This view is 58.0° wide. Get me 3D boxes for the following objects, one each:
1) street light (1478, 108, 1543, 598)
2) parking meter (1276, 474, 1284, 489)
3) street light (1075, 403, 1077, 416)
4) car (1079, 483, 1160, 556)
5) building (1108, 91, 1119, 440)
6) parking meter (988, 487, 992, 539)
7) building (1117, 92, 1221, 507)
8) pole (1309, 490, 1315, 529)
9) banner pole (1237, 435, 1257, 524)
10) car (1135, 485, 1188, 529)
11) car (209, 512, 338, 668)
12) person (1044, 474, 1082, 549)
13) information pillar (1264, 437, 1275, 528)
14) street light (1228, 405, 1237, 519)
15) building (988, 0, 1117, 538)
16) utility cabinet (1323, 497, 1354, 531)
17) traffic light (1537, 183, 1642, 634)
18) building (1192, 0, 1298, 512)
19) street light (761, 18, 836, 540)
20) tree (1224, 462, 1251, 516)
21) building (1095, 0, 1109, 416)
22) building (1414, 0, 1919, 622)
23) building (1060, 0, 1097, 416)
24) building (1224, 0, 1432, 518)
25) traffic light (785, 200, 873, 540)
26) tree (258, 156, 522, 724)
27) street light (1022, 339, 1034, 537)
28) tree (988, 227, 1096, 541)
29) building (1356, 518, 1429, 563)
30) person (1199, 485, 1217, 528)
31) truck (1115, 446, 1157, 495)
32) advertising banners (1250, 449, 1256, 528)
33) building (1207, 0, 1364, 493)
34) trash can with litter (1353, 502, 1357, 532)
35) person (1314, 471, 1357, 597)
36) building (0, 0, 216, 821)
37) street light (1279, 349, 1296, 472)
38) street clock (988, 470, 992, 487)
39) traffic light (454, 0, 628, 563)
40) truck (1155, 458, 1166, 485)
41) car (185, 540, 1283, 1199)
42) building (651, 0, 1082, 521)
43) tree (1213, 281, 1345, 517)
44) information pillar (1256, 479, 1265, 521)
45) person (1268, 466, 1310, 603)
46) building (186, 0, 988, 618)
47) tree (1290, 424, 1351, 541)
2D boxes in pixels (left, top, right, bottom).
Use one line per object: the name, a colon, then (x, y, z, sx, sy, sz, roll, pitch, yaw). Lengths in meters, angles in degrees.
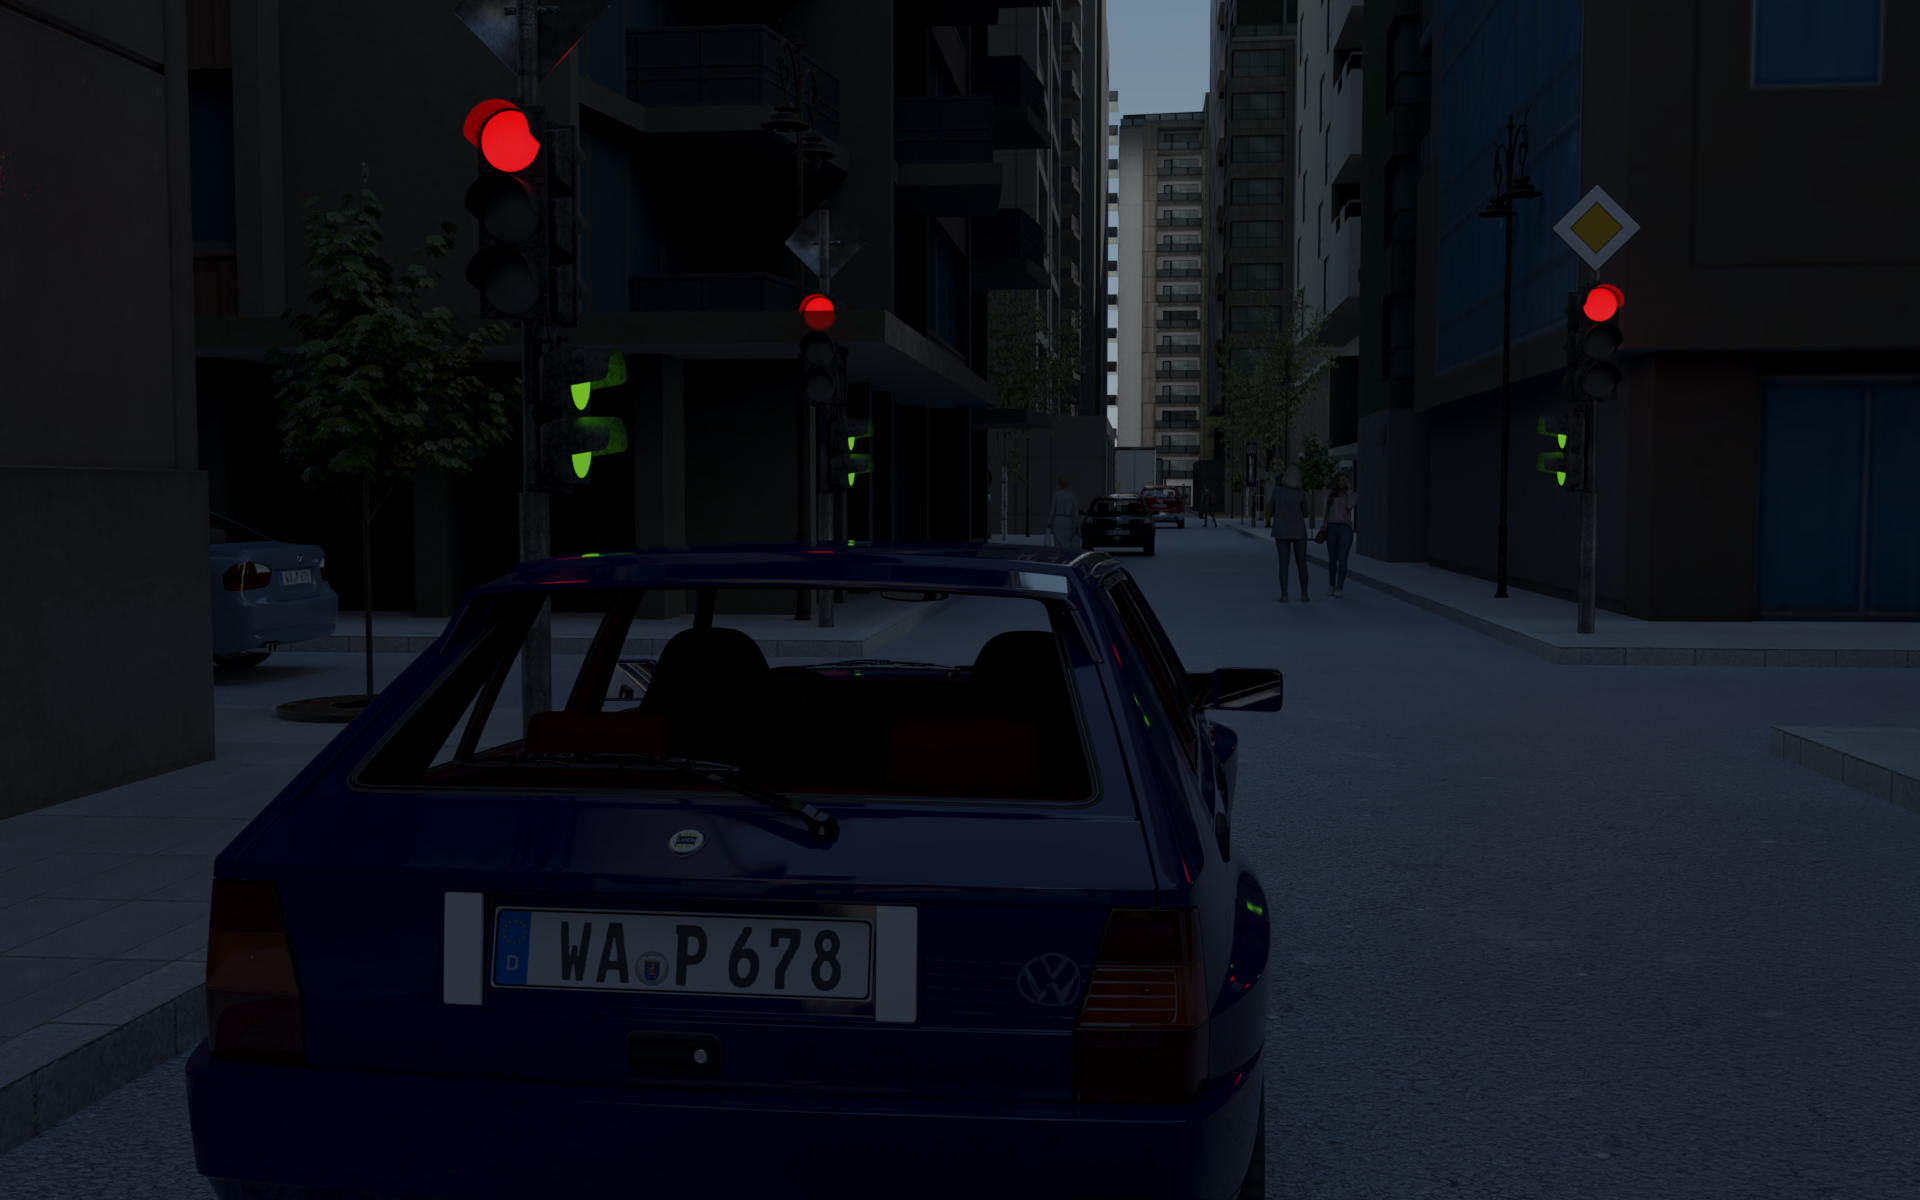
street light: (6.715, -2.966, 21.288, 0.468, 5.910, 1.993, 0, 4, 6)
parking meter: (9.307, -2.713, 50.061, 0.255, 1.863, 0.399, -1, 4, -14)
street light: (5.755, -6.934, 86.156, 0.468, 5.910, 1.993, 0, 4, 6)
car: (3.800, -1.943, 41.556, 2.009, 1.686, 4.222, 0, 4, 5)
building: (1.733, -34.680, 186.625, 30.456, 49.044, 23.786, 0, 4, 6)
parking meter: (0.715, -2.514, 49.510, 0.372, 1.533, 0.369, 0, 3, 0)
building: (23.398, -30.362, 180.013, 14.086, 41.232, 14.154, 0, 4, 6)
pole: (13.061, -4.300, 64.142, 0.158, 3.312, 0.155, 0, 3, 0)
banner pole: (12.221, -5.111, 73.581, 0.863, 3.779, 0.401, 2, 4, 31)
car: (8.543, -3.978, 73.712, 2.281, 1.827, 5.304, 0, 4, 8)
car: (-7.283, -0.102, 13.669, 4.499, 1.417, 2.014, 0, 4, 5)
person: (1.799, -1.327, 30.551, 0.694, 1.780, 0.624, 1, 4, 10)
information pillar: (11.831, -4.570, 66.067, 0.183, 3.616, 0.504, 3, 5, 44)
street light: (14.142, -7.159, 89.841, 0.468, 5.910, 1.993, 0, 4, 6)
building: (-4.459, -38.240, 63.484, 20.563, 71.187, 20.611, 0, 4, 6)
utility cabinet: (11.589, -2.561, 53.038, 1.020, 1.237, 0.306, -2, 4, -33)
traffic light: (5.751, -1.647, 15.851, 0.839, 4.253, 0.868, 0, 4, 6)
building: (27.745, -42.051, 125.788, 20.563, 71.187, 20.611, 0, 4, 6)
street light: (-1.606, -2.733, 17.480, 0.468, 5.910, 1.993, 0, 4, 6)
tree: (16.746, -6.662, 103.530, 1.663, 3.219, 1.824, 0, 3, 0)
building: (6.455, -31.207, 160.341, 14.200, 45.320, 14.600, 0, 4, 6)
building: (14.290, -22.736, 21.844, 14.200, 45.320, 14.600, 0, 4, 6)
building: (2.831, -27.174, 127.895, 14.154, 41.232, 14.086, 0, 4, 6)
building: (23.936, -20.692, 110.011, 14.160, 30.474, 14.107, 0, 4, 6)
traffic light: (-1.272, -1.692, 16.582, 0.839, 4.253, 0.868, 0, 4, 6)
tree: (-3.451, -0.939, 9.957, 1.663, 3.219, 1.824, 0, 3, 0)
street light: (2.022, -4.823, 51.648, 0.468, 5.910, 1.993, 0, 4, 6)
tree: (1.460, -5.932, 47.347, 4.737, 8.622, 4.395, 0, 3, 0)
building: (15.715, -16.265, 37.642, 14.160, 30.474, 14.107, 0, 4, 6)
person: (10.654, -4.029, 74.334, 0.622, 1.834, 0.822, -1, 4, -23)
truck: (10.857, -7.264, 107.681, 2.839, 4.237, 11.283, 0, 4, 6)
advertising banners: (11.328, -4.331, 66.992, 0.090, 3.025, 2.074, 0, 4, 4)
building: (35.445, -34.277, 149.675, 28.713, 52.752, 27.495, 0, 4, 6)
trash can with litter: (13.072, -2.820, 57.495, 1.055, 1.170, 0.624, -1, 4, -9)
person: (5.286, -0.926, 24.235, 0.593, 1.750, 0.643, 2, 4, 30)
building: (-18.523, -10.317, 1.974, 30.059, 22.955, 16.112, 0, 4, 6)
street light: (10.476, -5.062, 55.552, 0.468, 5.910, 1.993, 0, 4, 6)
street clock: (0.775, -2.941, 52.657, 0.358, 2.002, 0.471, 2, 4, 25)
traffic light: (-2.120, -1.206, 8.642, 0.839, 4.253, 0.868, 0, 4, 6)
truck: (14.984, -9.146, 138.445, 2.839, 4.237, 11.283, 0, 4, 8)
car: (-0.157, 0.504, 4.333, 1.945, 1.354, 3.894, 0, 4, 8)
building: (-3.929, -27.632, 106.404, 22.147, 44.769, 28.867, 0, 4, 6)
tree: (10.929, -6.670, 59.419, 4.737, 8.622, 4.395, 0, 3, 0)
information pillar: (14.558, -4.862, 83.982, 0.304, 2.012, 0.304, -1, 4, -16)
person: (4.371, -0.876, 23.013, 0.537, 1.800, 0.526, 2, 4, 24)
building: (-9.809, -22.986, 30.440, 22.147, 44.769, 28.867, 0, 4, 6)
tree: (9.664, -3.241, 47.586, 1.663, 3.219, 1.824, 0, 3, 0)
